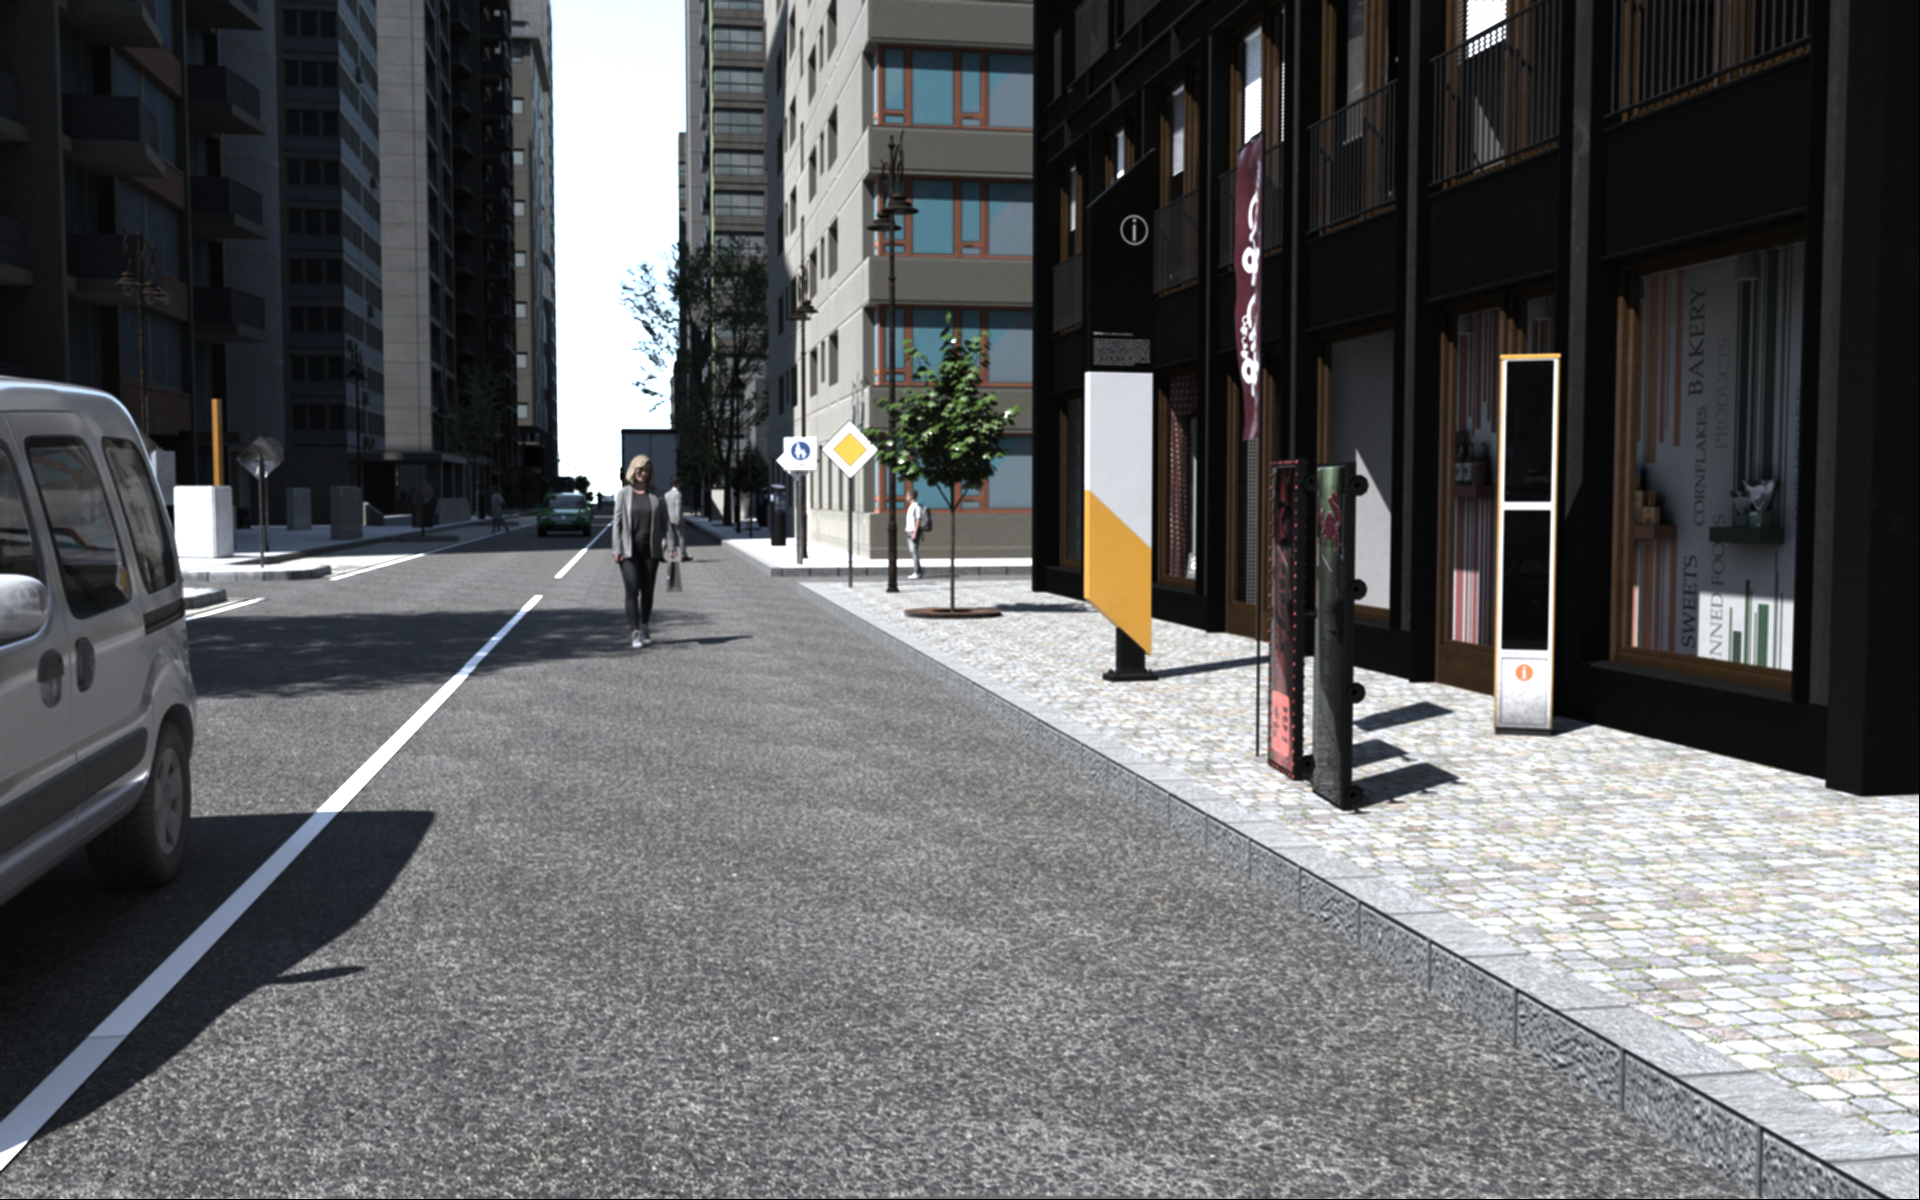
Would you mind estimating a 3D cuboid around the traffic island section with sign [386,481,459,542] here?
[{"bbox_3d":[-16.254,-2.680,52.443,1.989,1.847,2.006,-1,4,-10],"label":"traffic island section with sign"}]

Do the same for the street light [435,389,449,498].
[{"bbox_3d":[-22.702,-6.317,76.065,0.468,5.910,1.993,-1,4,-10],"label":"street light"}]

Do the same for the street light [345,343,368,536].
[{"bbox_3d":[-18.405,-4.904,52.973,0.468,5.910,1.993,-1,4,-10],"label":"street light"}]

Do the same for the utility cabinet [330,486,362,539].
[{"bbox_3d":[-17.342,-2.464,48.965,0.318,1.500,1.173,1,4,11],"label":"utility cabinet"}]

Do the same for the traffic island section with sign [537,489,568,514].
[{"bbox_3d":[-30.267,-7.313,128.195,1.989,1.847,2.006,-1,4,-10],"label":"traffic island section with sign"}]

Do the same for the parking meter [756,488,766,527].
[{"bbox_3d":[-7.671,-3.620,67.596,0.372,1.533,0.369,0,3,0],"label":"parking meter"}]

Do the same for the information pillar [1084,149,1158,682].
[{"bbox_3d":[1.097,-1.251,11.814,0.504,3.616,0.183,-1,4,-18],"label":"information pillar"}]

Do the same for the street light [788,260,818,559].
[{"bbox_3d":[-3.106,-3.767,34.379,0.468,5.910,1.993,-1,4,-10],"label":"street light"}]

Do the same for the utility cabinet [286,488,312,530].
[{"bbox_3d":[-23.424,-3.224,61.386,0.318,1.500,1.173,1,4,8],"label":"utility cabinet"}]

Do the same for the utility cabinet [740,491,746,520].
[{"bbox_3d":[-11.170,-4.700,85.523,1.173,1.500,0.318,1,4,14],"label":"utility cabinet"}]

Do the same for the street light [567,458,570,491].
[{"bbox_3d":[-47.588,-14.544,210.574,0.468,5.910,1.993,-1,4,-10],"label":"street light"}]

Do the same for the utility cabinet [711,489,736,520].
[{"bbox_3d":[-11.402,-4.554,83.144,1.173,1.500,0.318,3,4,37],"label":"utility cabinet"}]

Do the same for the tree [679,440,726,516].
[{"bbox_3d":[-15.018,-7.168,100.906,4.285,4.588,4.351,0,3,0],"label":"tree"}]

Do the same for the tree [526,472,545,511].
[{"bbox_3d":[-32.981,-8.388,131.740,1.663,3.219,1.824,0,3,0],"label":"tree"}]

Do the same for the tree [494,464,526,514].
[{"bbox_3d":[-29.840,-7.280,113.635,1.663,3.219,1.824,0,3,0],"label":"tree"}]

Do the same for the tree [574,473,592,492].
[{"bbox_3d":[-57.001,-16.952,260.873,4.285,4.588,4.351,0,3,0],"label":"tree"}]

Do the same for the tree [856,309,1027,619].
[{"bbox_3d":[-0.078,-1.452,18.344,1.663,3.219,1.824,0,3,0],"label":"tree"}]

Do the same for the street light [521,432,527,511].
[{"bbox_3d":[-32.471,-9.557,129.047,0.468,5.910,1.993,-1,4,-10],"label":"street light"}]

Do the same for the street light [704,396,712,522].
[{"bbox_3d":[-11.612,-6.576,80.310,0.468,5.910,1.993,-1,4,-10],"label":"street light"}]

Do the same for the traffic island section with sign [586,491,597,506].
[{"bbox_3d":[-50.201,-13.907,235.999,1.989,1.847,2.006,-1,4,-10],"label":"traffic island section with sign"}]

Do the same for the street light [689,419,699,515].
[{"bbox_3d":[-15.908,-8.035,104.162,0.468,5.910,1.993,-1,4,-10],"label":"street light"}]

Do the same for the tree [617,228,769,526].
[{"bbox_3d":[-9.483,-8.779,69.298,9.928,11.665,9.643,0,3,0],"label":"tree"}]

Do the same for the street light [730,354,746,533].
[{"bbox_3d":[-7.334,-5.162,57.192,0.468,5.910,1.993,-1,4,-10],"label":"street light"}]

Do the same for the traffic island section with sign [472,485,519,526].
[{"bbox_3d":[-21.157,-4.301,78.950,1.989,1.847,2.006,-1,4,-10],"label":"traffic island section with sign"}]

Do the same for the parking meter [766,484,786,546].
[{"bbox_3d":[-4.492,-2.105,42.834,0.372,1.533,0.369,0,3,0],"label":"parking meter"}]

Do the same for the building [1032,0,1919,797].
[{"bbox_3d":[8.433,-11.365,15.501,12.332,23.373,15.834,-1,4,-10],"label":"building"}]

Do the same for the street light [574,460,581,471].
[{"bbox_3d":[-51.757,-15.940,233.398,0.468,5.910,1.993,-1,4,-10],"label":"street light"}]

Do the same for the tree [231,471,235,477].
[{"bbox_3d":[-26.325,-4.060,60.983,1.663,3.219,1.824,0,3,0],"label":"tree"}]

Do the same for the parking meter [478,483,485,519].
[{"bbox_3d":[-24.347,-5.039,88.105,0.255,1.863,0.399,-2,4,-33],"label":"parking meter"}]

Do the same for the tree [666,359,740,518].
[{"bbox_3d":[-13.700,-8.657,91.907,4.737,8.622,4.395,0,3,0],"label":"tree"}]

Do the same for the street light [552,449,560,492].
[{"bbox_3d":[-40.958,-12.365,174.952,0.468,5.910,1.993,-1,4,-10],"label":"street light"}]

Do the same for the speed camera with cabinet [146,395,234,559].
[{"bbox_3d":[-15.624,-2.471,34.743,2.038,3.252,0.660,1,4,17],"label":"speed camera with cabinet"}]

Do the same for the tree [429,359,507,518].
[{"bbox_3d":[-26.428,-8.800,94.245,4.737,8.622,4.395,0,3,0],"label":"tree"}]

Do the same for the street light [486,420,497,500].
[{"bbox_3d":[-26.931,-7.712,98.878,0.468,5.910,1.993,-1,4,-10],"label":"street light"}]

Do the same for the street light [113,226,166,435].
[{"bbox_3d":[-14.216,-3.509,30.153,0.468,5.910,1.993,-1,4,-10],"label":"street light"}]

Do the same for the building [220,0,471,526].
[{"bbox_3d":[-38.591,-23.378,74.107,32.217,40.220,23.993,-1,4,-10],"label":"building"}]

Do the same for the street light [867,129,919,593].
[{"bbox_3d":[-0.879,-3.038,22.456,0.468,5.910,1.993,-1,4,-10],"label":"street light"}]

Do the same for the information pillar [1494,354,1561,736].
[{"bbox_3d":[3.035,-0.293,9.277,0.304,2.012,0.304,1,4,18],"label":"information pillar"}]

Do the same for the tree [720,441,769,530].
[{"bbox_3d":[-7.537,-4.142,62.322,1.663,3.219,1.824,0,3,0],"label":"tree"}]

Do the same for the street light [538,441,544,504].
[{"bbox_3d":[-36.671,-10.953,151.865,0.468,5.910,1.993,-1,4,-10],"label":"street light"}]

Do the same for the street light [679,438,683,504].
[{"bbox_3d":[-21.558,-9.877,134.282,0.468,5.910,1.993,-1,4,-10],"label":"street light"}]

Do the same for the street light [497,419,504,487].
[{"bbox_3d":[-28.167,-8.143,105.927,0.468,5.910,1.993,-1,4,-10],"label":"street light"}]

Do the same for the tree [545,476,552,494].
[{"bbox_3d":[-42.604,-11.217,178.000,1.663,3.219,1.824,0,3,0],"label":"tree"}]
